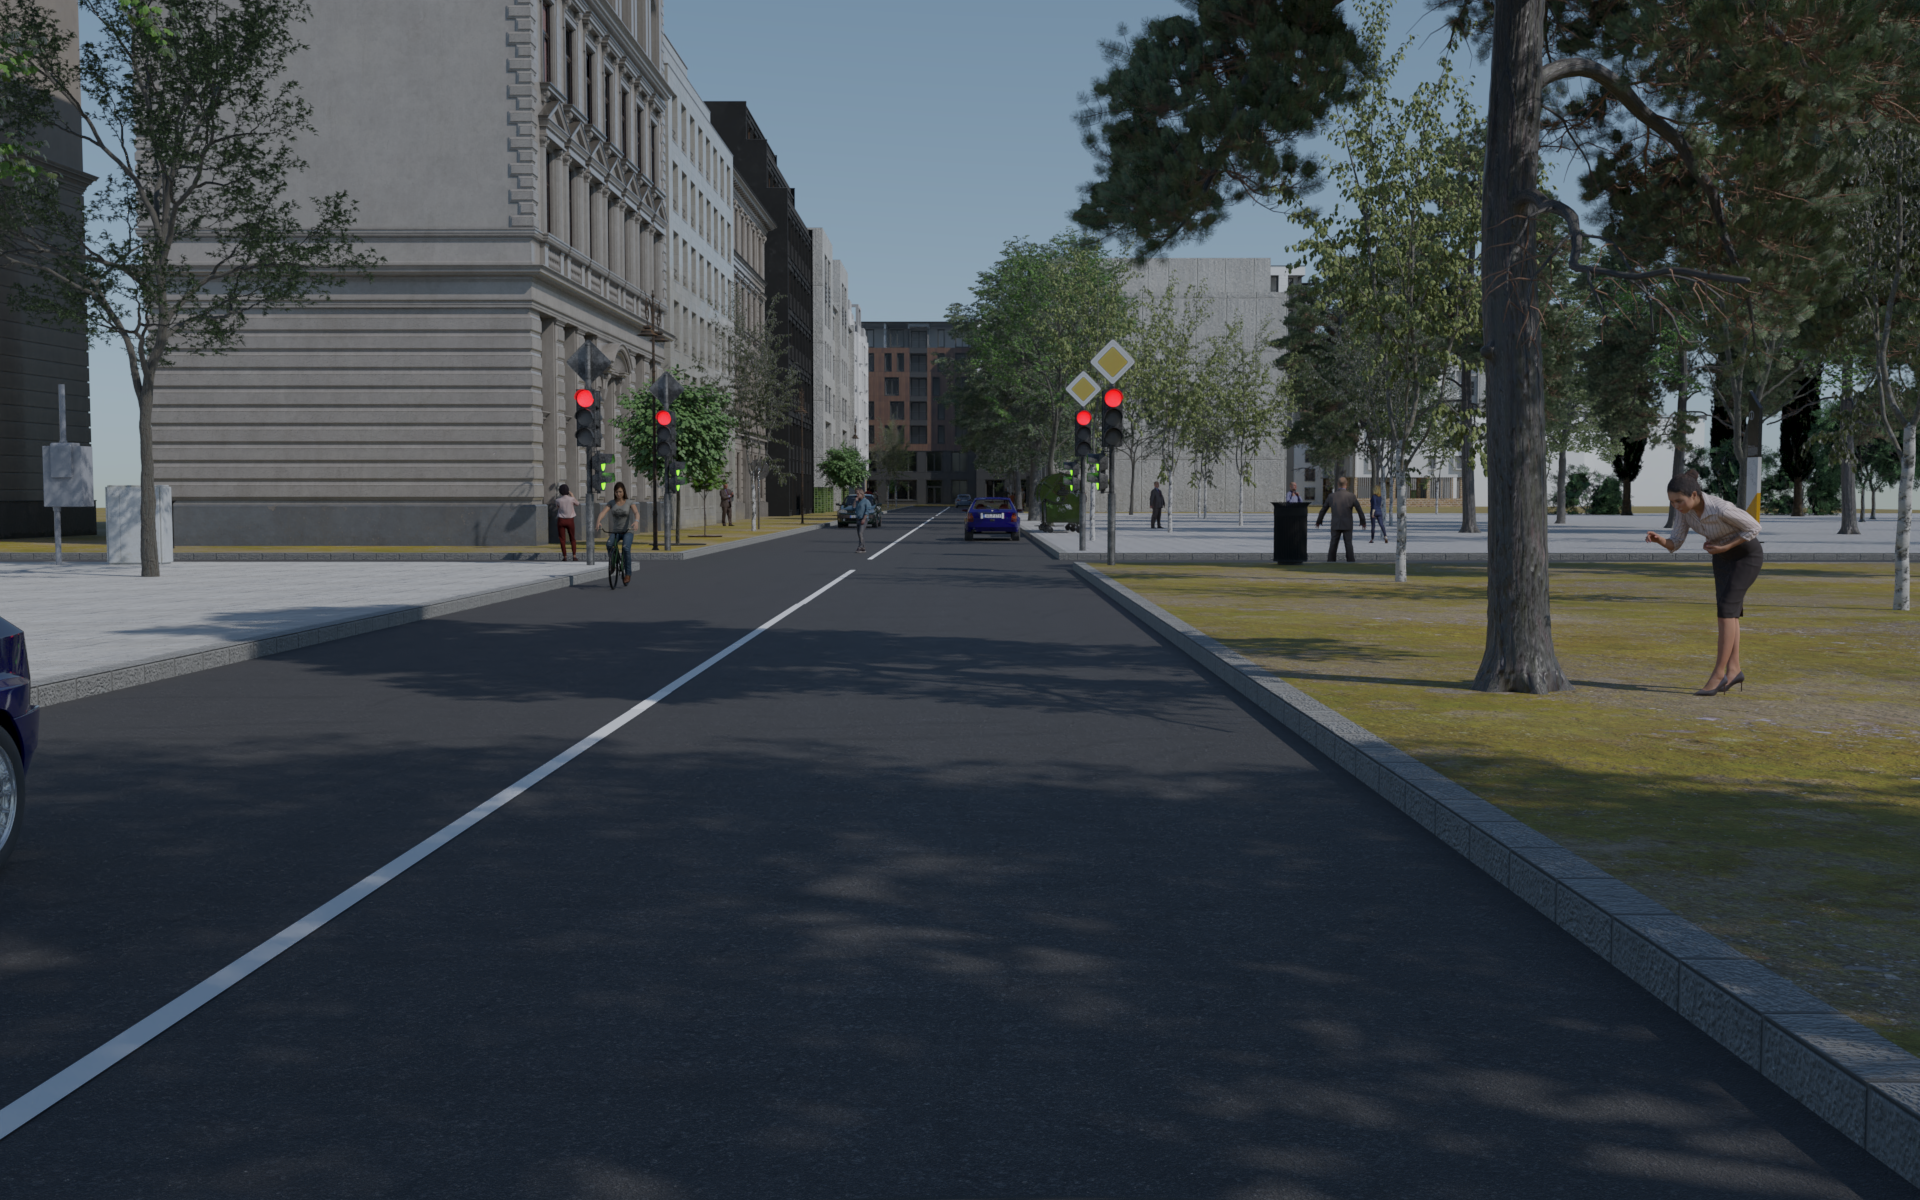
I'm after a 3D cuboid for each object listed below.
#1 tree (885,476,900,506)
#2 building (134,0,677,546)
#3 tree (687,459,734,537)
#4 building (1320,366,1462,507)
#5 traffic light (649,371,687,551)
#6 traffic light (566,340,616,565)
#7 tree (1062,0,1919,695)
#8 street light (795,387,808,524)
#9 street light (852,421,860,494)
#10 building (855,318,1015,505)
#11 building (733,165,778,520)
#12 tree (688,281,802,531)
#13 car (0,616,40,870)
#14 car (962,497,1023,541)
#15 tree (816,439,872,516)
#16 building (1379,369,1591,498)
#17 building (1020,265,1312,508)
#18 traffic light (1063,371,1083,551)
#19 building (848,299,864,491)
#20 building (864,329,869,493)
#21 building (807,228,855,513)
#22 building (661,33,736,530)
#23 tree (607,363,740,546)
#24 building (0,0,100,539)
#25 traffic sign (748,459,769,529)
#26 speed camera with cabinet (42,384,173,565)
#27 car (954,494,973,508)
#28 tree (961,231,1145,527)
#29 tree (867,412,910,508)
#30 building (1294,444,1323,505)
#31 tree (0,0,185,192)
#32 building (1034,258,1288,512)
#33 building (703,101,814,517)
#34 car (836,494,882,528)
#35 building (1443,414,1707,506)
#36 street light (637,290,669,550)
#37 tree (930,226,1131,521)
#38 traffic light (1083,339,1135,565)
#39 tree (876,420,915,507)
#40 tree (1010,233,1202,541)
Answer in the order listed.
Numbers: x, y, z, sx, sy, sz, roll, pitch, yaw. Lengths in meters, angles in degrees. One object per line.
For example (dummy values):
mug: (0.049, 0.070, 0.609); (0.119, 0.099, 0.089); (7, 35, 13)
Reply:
tree: (-7.143, -11.719, 186.212); (1.663, 3.219, 1.824); (0, 3, 0)
building: (-15.179, -13.600, 51.242); (11.050, 23.489, 19.941); (0, 4, 0)
tree: (-7.560, -3.480, 51.499); (1.663, 3.219, 1.824); (0, 3, 0)
building: (44.687, -19.757, 179.449); (11.380, 20.091, 16.016); (0, 4, 0)
traffic light: (-6.608, -3.052, 39.138); (0.839, 4.213, 0.868); (0, 4, 0)
traffic light: (-6.652, -2.563, 31.153); (0.839, 4.213, 0.868); (0, 4, 0)
tree: (3.612, -5.446, 11.104); (6.751, 12.117, 7.091); (0, 3, 0)
street light: (-6.827, -6.245, 74.888); (0.468, 5.910, 1.993); (0, 4, 0)
street light: (-6.634, -8.390, 109.957); (0.468, 5.910, 1.993); (0, 4, 0)
building: (-0.212, -22.722, 215.471); (32.646, 21.610, 27.936); (0, 4, 0)
building: (-15.563, -13.657, 87.913); (10.561, 19.102, 19.286); (0, 4, 0)
tree: (-7.165, -6.676, 59.509); (4.360, 8.622, 3.978); (0, 3, 0)
car: (-4.418, 0.460, 5.066); (1.945, 1.354, 3.894); (0, 4, -1)
car: (1.012, -2.563, 54.490); (1.945, 1.354, 3.894); (0, 4, 1)
tree: (-6.963, -7.314, 103.305); (4.285, 4.588, 4.351); (0, 3, 0)
building: (60.443, -20.984, 209.550); (31.486, 18.905, 16.747); (0, 4, 0)
building: (20.397, -20.013, 171.188); (27.936, 21.610, 32.646); (0, 4, 0)
traffic light: (2.753, -3.049, 39.103); (0.839, 4.213, 0.868); (0, 4, 0)
building: (-17.687, -18.822, 164.165); (16.016, 20.091, 11.380); (0, 4, 0)
building: (-15.373, -19.723, 178.883); (11.380, 20.091, 16.016); (0, 4, 0)
building: (-17.392, -16.176, 130.934); (16.747, 18.905, 31.486); (0, 4, 0)
building: (-15.444, -13.155, 69.836); (10.420, 20.320, 16.860); (0, 4, 0)
tree: (-7.174, -3.652, 43.418); (4.285, 4.588, 4.351); (0, 3, 0)
building: (-39.266, -15.328, 47.869); (25.104, 27.353, 12.463); (0, 4, 0)
traffic sign: (-7.334, -3.849, 63.044); (0.768, 2.556, 0.104); (0, 4, 8)
speed camera with cabinet: (-15.529, -2.277, 31.566); (2.038, 3.252, 0.660); (0, 4, -6)
car: (0.394, -10.293, 180.298); (2.014, 1.417, 4.499); (0, 4, -1)
tree: (3.674, -8.705, 68.079); (9.928, 11.665, 9.643); (0, 3, 0)
tree: (-6.522, -12.622, 156.728); (4.360, 8.622, 3.978); (0, 3, 0)
building: (30.279, -16.142, 206.065); (28.070, 9.664, 9.099); (0, 4, 0)
tree: (-8.552, -5.301, 12.426); (9.928, 11.665, 9.643); (0, 3, 0)
building: (14.880, -16.630, 138.366); (16.747, 18.905, 31.486); (0, 4, 0)
building: (-15.849, -16.906, 106.098); (12.332, 23.373, 15.834); (0, 4, 0)
car: (-4.348, -4.000, 75.187); (2.009, 1.686, 4.222); (0, 4, 1)
building: (64.702, -14.774, 183.708); (28.070, 9.664, 9.099); (0, 4, 0)
street light: (-6.955, -4.073, 39.383); (0.468, 5.910, 1.993); (0, 4, 0)
tree: (3.462, -10.769, 82.721); (9.857, 13.997, 8.962); (0, 3, 0)
traffic light: (2.709, -2.561, 31.118); (0.839, 4.213, 0.868); (0, 4, 0)
tree: (-6.336, -13.566, 172.168); (4.737, 8.622, 4.395); (0, 3, 0)
tree: (3.894, -5.952, 47.677); (4.737, 8.622, 4.395); (0, 3, 0)
